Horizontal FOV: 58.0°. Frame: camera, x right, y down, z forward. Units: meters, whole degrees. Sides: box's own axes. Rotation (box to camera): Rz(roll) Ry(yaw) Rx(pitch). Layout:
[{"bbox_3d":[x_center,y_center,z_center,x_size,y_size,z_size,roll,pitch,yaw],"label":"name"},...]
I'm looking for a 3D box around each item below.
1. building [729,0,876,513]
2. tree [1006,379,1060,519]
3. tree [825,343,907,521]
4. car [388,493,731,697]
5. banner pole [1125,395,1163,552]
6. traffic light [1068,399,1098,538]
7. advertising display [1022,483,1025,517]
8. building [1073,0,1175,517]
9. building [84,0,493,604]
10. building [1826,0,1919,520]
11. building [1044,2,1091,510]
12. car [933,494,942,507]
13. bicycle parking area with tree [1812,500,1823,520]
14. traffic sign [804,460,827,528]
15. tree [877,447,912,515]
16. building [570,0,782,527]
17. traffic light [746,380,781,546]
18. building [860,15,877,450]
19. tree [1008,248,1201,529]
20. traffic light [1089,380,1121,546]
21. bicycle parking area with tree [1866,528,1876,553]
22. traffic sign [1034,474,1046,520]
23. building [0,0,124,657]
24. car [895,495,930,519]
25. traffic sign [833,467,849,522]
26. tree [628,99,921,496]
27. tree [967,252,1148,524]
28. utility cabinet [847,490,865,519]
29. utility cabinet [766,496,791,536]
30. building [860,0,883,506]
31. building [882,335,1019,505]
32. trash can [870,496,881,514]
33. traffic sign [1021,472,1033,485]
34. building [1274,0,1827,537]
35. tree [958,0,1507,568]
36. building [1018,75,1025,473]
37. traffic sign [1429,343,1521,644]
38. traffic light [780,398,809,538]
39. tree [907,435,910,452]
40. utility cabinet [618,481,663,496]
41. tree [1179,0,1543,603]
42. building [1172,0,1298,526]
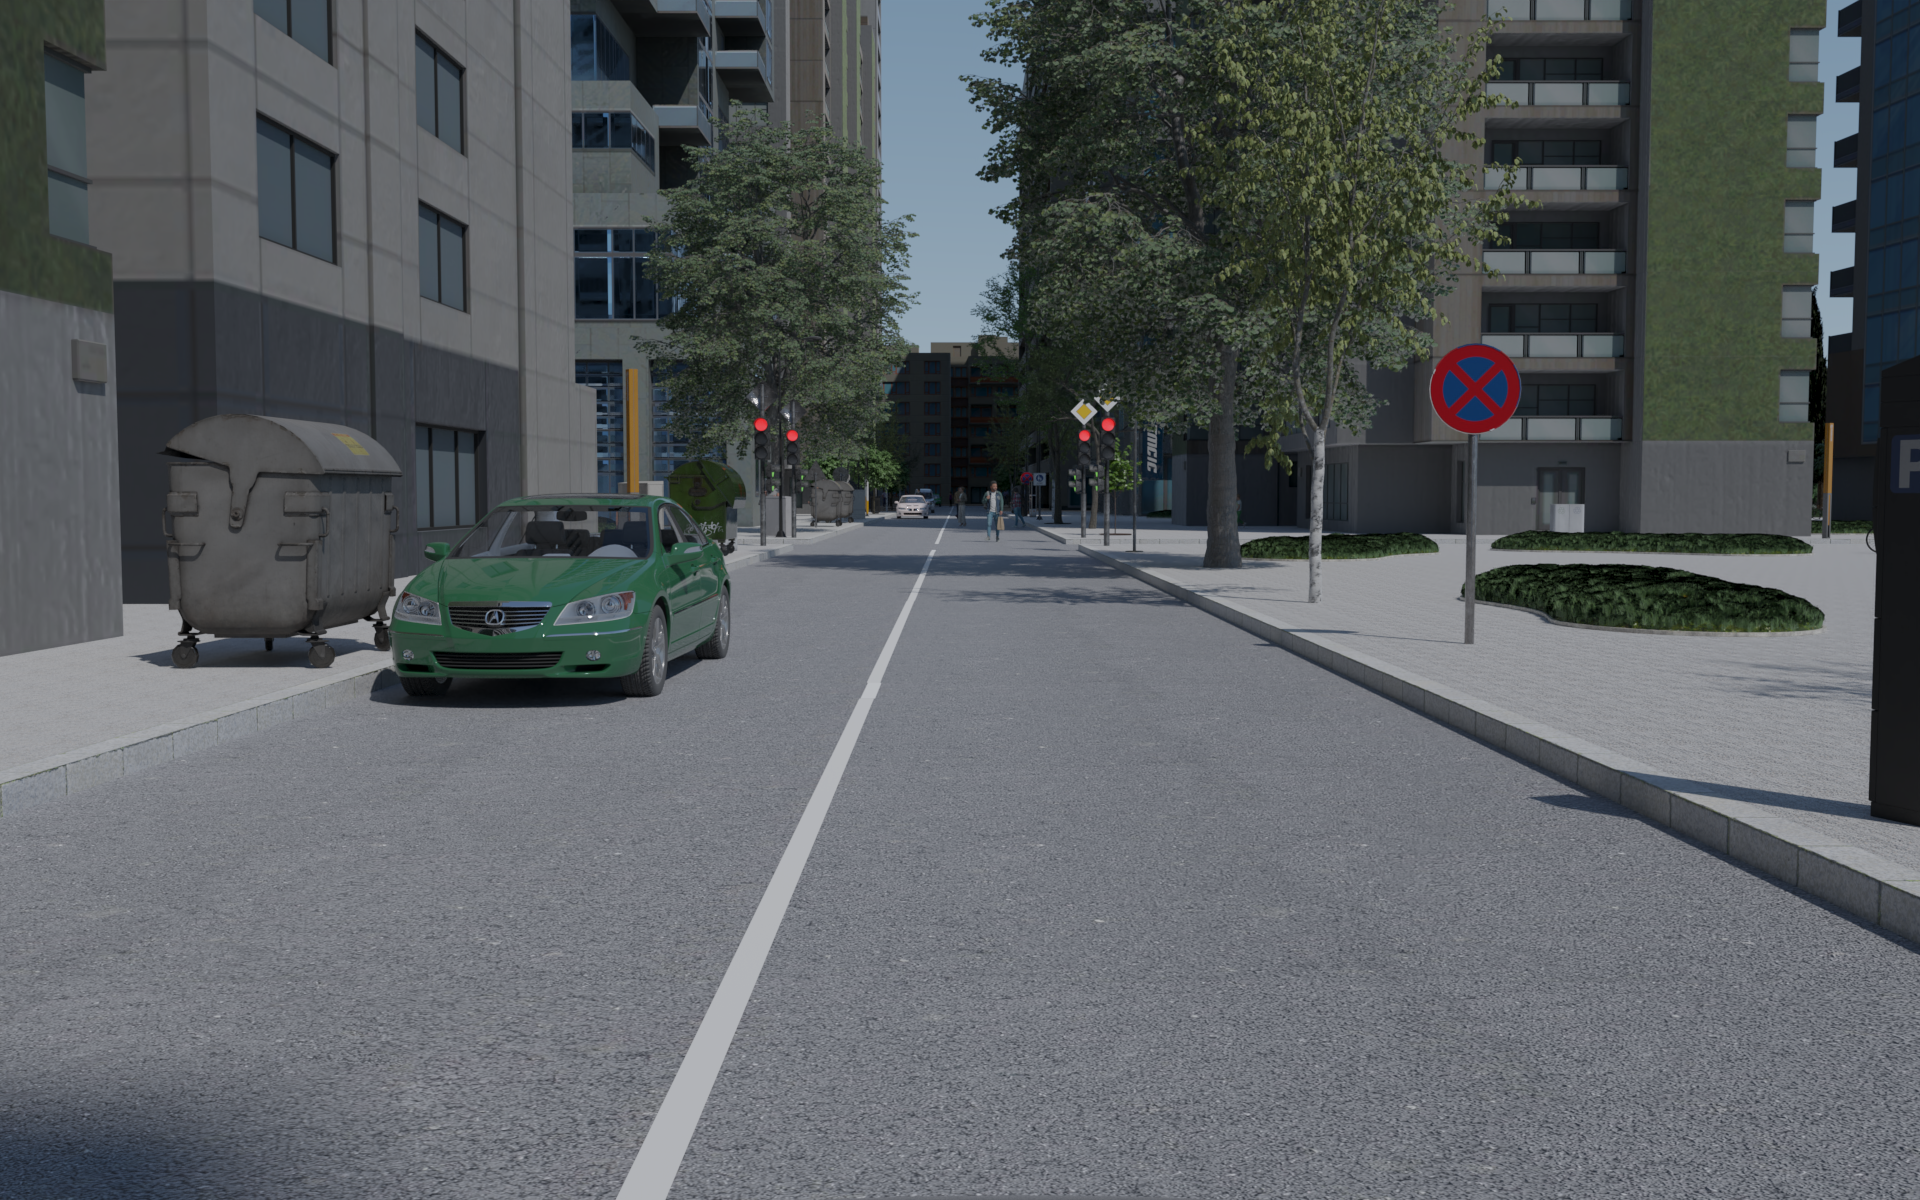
[{"bbox_3d":[-14.496,-28.324,146.688,14.154,41.232,14.086,0,3,0],"label":"building"},{"bbox_3d":[5.089,-8.541,90.004,4.737,8.622,4.395,0,3,0],"label":"tree"},{"bbox_3d":[-5.408,-8.123,83.171,4.737,8.622,4.395,0,3,0],"label":"tree"},{"bbox_3d":[-2.992,-0.121,13.784,2.131,1.459,4.920,0,4,2],"label":"car"},{"bbox_3d":[4.074,-2.941,38.104,0.863,3.779,0.401,1,4,19],"label":"banner pole"},{"bbox_3d":[3.605,-3.781,50.740,0.839,4.253,0.868,0,3,0],"label":"traffic light"},{"bbox_3d":[3.577,-5.660,97.749,0.123,1.923,0.974,0,4,4],"label":"advertising display"},{"bbox_3d":[19.685,-29.995,110.025,23.786,49.044,30.456,0,3,0],"label":"building"},{"bbox_3d":[-18.768,-36.081,28.184,20.611,71.187,20.563,0,3,0],"label":"building"},{"bbox_3d":[40.987,-25.056,59.774,14.200,45.320,14.600,0,3,0],"label":"building"},{"bbox_3d":[17.592,-33.172,166.062,21.300,48.544,21.600,0,3,0],"label":"building"},{"bbox_3d":[-2.984,-11.419,195.497,1.959,1.807,4.718,0,4,0],"label":"car"},{"bbox_3d":[46.224,-5.915,83.713,9.016,4.147,8.231,1,4,13],"label":"bicycle parking area with tree"},{"bbox_3d":[-5.503,-4.043,66.108,0.884,2.594,0.081,0,4,1],"label":"traffic sign"},{"bbox_3d":[-5.395,-7.673,109.166,4.285,4.588,4.351,0,3,0],"label":"tree"},{"bbox_3d":[-19.234,-46.948,80.276,22.319,86.520,31.000,0,3,0],"label":"building"},{"bbox_3d":[-4.851,-3.291,42.734,0.839,4.253,0.868,0,3,0],"label":"traffic light"},{"bbox_3d":[-15.030,-31.227,160.679,14.600,45.320,14.200,0,3,0],"label":"building"},{"bbox_3d":[5.171,-7.893,63.469,7.601,10.594,8.767,2,4,32],"label":"tree"},{"bbox_3d":[3.610,-3.293,42.755,0.839,4.253,0.868,0,3,0],"label":"traffic light"},{"bbox_3d":[22.968,-2.837,33.388,9.016,4.147,8.231,1,4,19],"label":"bicycle parking area with tree"},{"bbox_3d":[3.873,-5.023,84.258,0.606,2.300,0.079,0,4,2],"label":"traffic sign"},{"bbox_3d":[-14.570,-14.444,7.861,14.160,30.474,14.107,0,3,0],"label":"building"},{"bbox_3d":[-2.798,-5.465,101.720,2.083,1.381,4.827,0,4,-2],"label":"car"},{"bbox_3d":[-5.544,-4.914,80.449,0.768,2.556,0.104,0,4,8],"label":"traffic sign"},{"bbox_3d":[-5.984,-9.218,57.373,9.857,13.997,8.962,0,3,0],"label":"tree"},{"bbox_3d":[4.016,-9.044,73.619,9.928,11.665,9.643,0,3,0],"label":"tree"},{"bbox_3d":[-5.347,-4.840,87.809,1.173,1.500,0.318,-3,5,-42],"label":"utility cabinet"},{"bbox_3d":[-5.578,-2.558,52.980,1.020,1.237,0.306,3,5,41],"label":"utility cabinet"},{"bbox_3d":[-22.669,-39.482,187.534,28.212,58.520,21.231,0,3,0],"label":"building"},{"bbox_3d":[4.319,-23.271,225.517,28.899,21.520,27.650,0,3,0],"label":"building"},{"bbox_3d":[-5.560,-6.251,113.859,0.748,1.137,0.748,0,3,0],"label":"trash can"},{"bbox_3d":[3.901,-6.148,100.623,0.768,2.556,0.104,1,4,9],"label":"traffic sign"},{"bbox_3d":[18.845,-22.902,58.045,14.086,41.232,14.154,0,3,0],"label":"building"},{"bbox_3d":[4.650,-7.534,29.837,9.857,13.997,8.962,0,3,0],"label":"tree"},{"bbox_3d":[17.387,-34.491,187.622,21.300,48.544,21.600,0,3,0],"label":"building"},{"bbox_3d":[4.360,-0.896,14.751,0.768,2.556,0.104,0,4,3],"label":"traffic sign"},{"bbox_3d":[-4.856,-3.780,50.719,0.839,4.253,0.868,0,3,0],"label":"traffic light"},{"bbox_3d":[-5.378,-10.724,125.705,4.737,8.622,4.395,0,3,0],"label":"tree"},{"bbox_3d":[-5.501,-1.291,29.788,0.318,1.500,1.173,-3,4,-36],"label":"utility cabinet"},{"bbox_3d":[4.378,-4.278,20.308,4.737,8.622,4.395,0,3,0],"label":"tree"},{"bbox_3d":[16.058,-18.560,75.164,14.160,30.474,14.107,0,3,0],"label":"building"}]
